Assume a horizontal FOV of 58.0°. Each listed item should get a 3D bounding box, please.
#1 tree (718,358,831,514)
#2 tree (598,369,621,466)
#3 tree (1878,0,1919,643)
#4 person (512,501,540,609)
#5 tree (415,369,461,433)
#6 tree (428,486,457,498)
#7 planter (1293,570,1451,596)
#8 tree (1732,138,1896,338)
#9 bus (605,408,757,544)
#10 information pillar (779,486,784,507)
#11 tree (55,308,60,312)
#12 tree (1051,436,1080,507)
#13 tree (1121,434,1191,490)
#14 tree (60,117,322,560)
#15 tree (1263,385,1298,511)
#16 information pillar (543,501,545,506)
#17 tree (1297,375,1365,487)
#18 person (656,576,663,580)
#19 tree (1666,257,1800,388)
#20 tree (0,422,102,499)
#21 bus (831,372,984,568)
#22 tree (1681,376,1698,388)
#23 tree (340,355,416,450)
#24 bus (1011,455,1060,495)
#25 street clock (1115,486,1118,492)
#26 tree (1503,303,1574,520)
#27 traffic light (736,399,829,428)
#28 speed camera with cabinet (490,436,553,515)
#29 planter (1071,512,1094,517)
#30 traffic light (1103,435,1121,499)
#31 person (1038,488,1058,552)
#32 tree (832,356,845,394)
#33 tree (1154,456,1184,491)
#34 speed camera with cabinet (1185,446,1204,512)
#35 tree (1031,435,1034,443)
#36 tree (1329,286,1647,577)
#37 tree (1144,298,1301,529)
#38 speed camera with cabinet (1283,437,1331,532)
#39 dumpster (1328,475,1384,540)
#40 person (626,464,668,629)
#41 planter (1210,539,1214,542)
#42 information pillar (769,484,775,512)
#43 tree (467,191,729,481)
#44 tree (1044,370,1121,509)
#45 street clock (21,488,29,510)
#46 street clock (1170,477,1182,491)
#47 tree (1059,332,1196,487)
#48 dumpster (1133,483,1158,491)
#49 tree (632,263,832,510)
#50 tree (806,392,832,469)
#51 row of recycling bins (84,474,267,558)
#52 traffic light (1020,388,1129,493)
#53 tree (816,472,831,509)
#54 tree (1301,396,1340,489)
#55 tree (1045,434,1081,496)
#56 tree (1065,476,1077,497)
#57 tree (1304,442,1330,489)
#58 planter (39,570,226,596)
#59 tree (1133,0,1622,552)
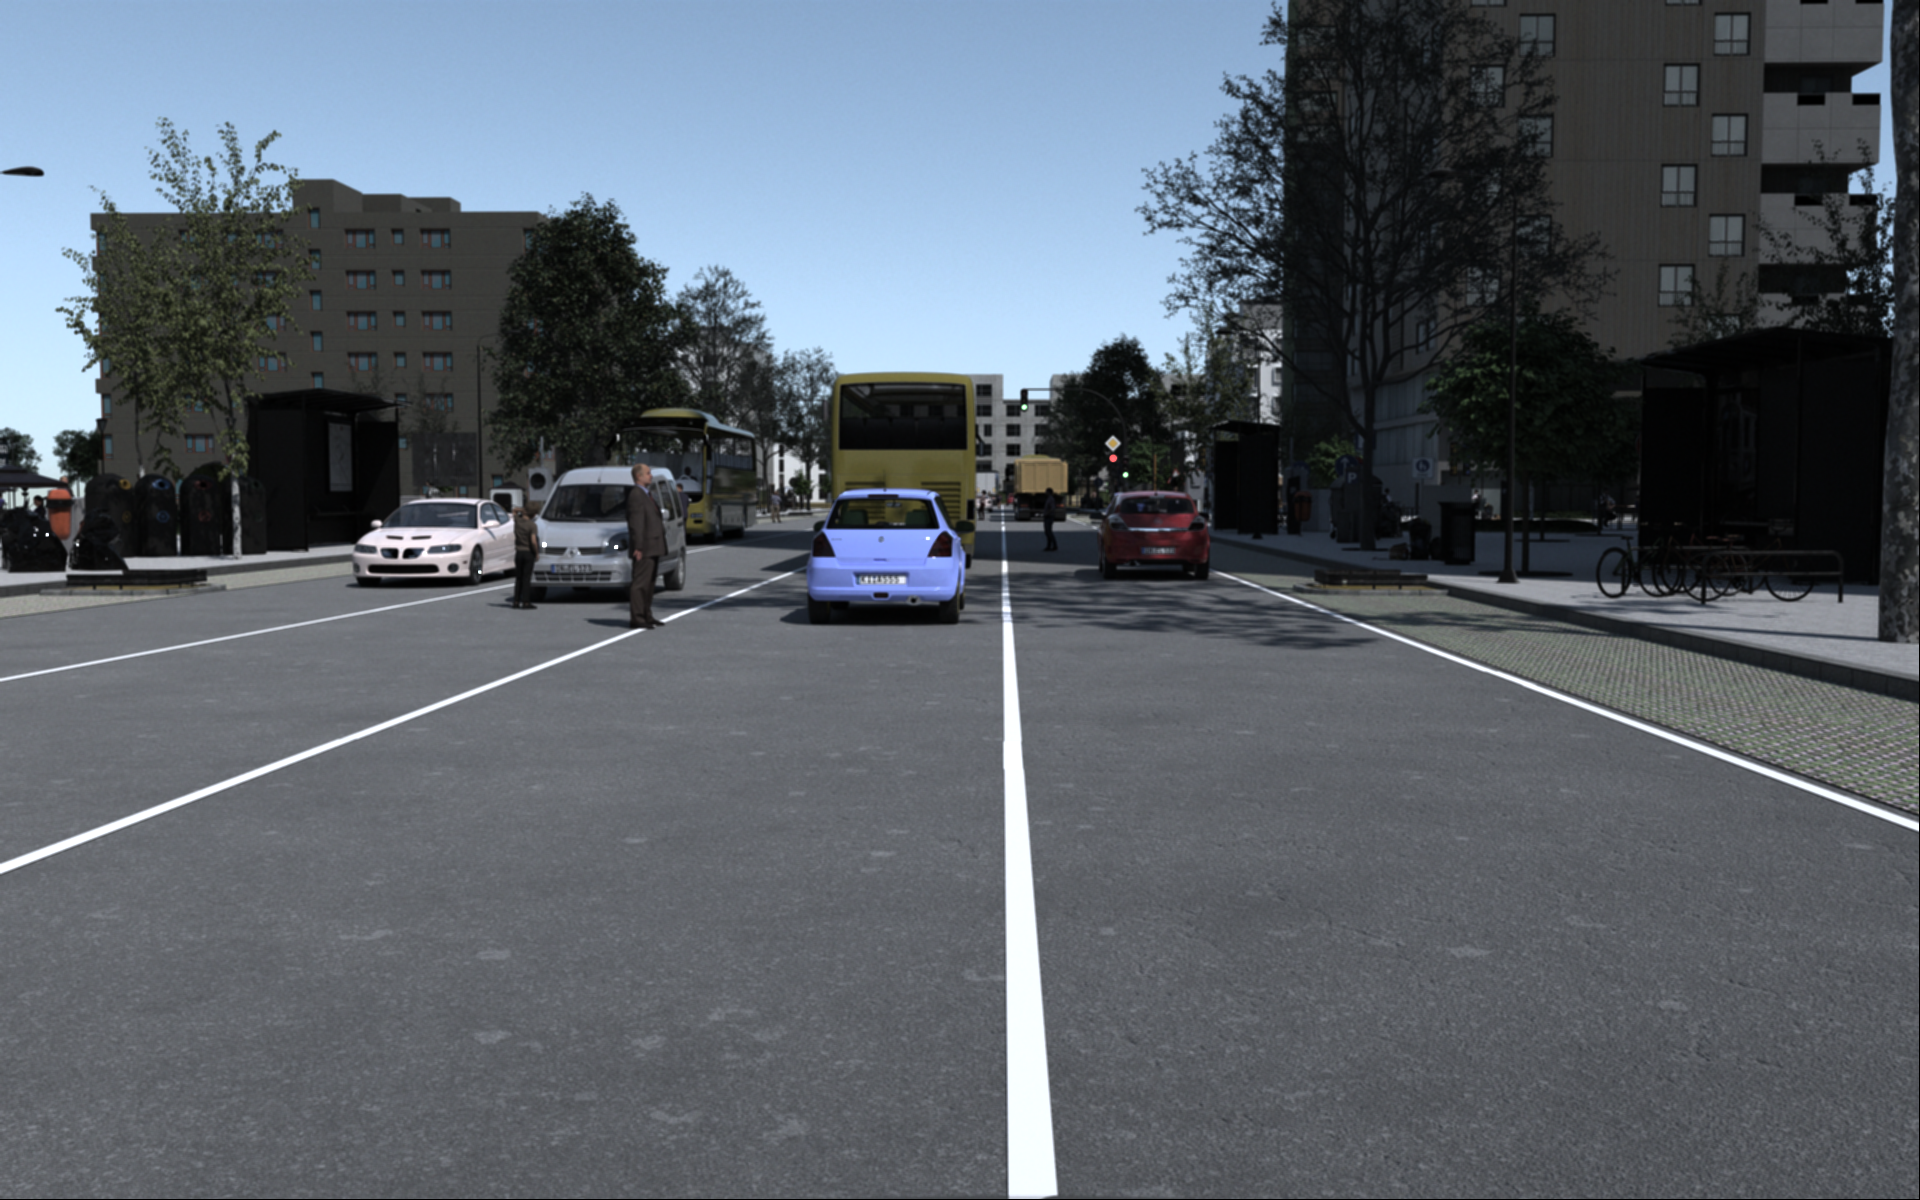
[{"bbox_3d":[-12.961,-10.990,114.101,7.601,10.594,8.767,0,4,3],"label":"tree"},{"bbox_3d":[-19.465,-9.242,101.464,4.737,8.622,4.395,0,3,0],"label":"tree"},{"bbox_3d":[7.501,-9.618,13.142,12.611,20.169,13.585,0,3,0],"label":"tree"},{"bbox_3d":[-5.428,-0.562,21.603,0.435,1.345,0.340,1,4,10],"label":"person"},{"bbox_3d":[-31.065,-9.255,101.674,4.360,8.622,3.978,0,3,0],"label":"tree"},{"bbox_3d":[-27.498,-5.943,91.771,1.663,3.219,1.824,0,3,0],"label":"tree"},{"bbox_3d":[5.909,-0.250,25.221,1.991,0.319,1.994,0,4,1],"label":"planter"},{"bbox_3d":[18.229,-5.185,35.141,4.360,8.622,3.978,0,3,0],"label":"tree"},{"bbox_3d":[-8.204,-3.769,53.173,2.896,3.916,12.252,0,3,0],"label":"bus"},{"bbox_3d":[-15.444,-8.895,149.928,0.304,2.012,0.304,-3,4,-39],"label":"information pillar"},{"bbox_3d":[-21.160,-5.802,45.218,4.737,8.622,4.395,0,3,0],"label":"tree"},{"bbox_3d":[11.300,-13.410,169.619,4.360,8.622,3.978,0,3,0],"label":"tree"},{"bbox_3d":[10.350,-6.821,95.235,4.285,4.588,4.351,0,3,0],"label":"tree"},{"bbox_3d":[-14.330,-5.086,33.515,4.737,8.622,4.395,0,3,0],"label":"tree"},{"bbox_3d":[21.874,-10.114,115.730,4.360,8.622,3.978,0,3,0],"label":"tree"},{"bbox_3d":[-17.862,-4.313,75.014,0.304,2.012,0.304,0,4,4],"label":"information pillar"},{"bbox_3d":[23.197,-9.575,106.916,4.360,8.622,3.978,0,3,0],"label":"tree"},{"bbox_3d":[-5.157,-1.209,28.997,0.376,1.734,0.841,0,4,5],"label":"person"},{"bbox_3d":[24.215,-6.388,54.798,4.737,8.622,4.395,0,3,0],"label":"tree"},{"bbox_3d":[-64.271,-10.143,128.748,11.467,7.101,20.602,0,4,1],"label":"tree"},{"bbox_3d":[-0.922,-2.732,36.214,2.896,3.916,12.252,0,4,1],"label":"bus"},{"bbox_3d":[39.462,-8.577,90.599,4.360,8.622,3.978,0,3,0],"label":"tree"},{"bbox_3d":[-31.434,-8.661,91.966,4.360,8.622,3.978,0,3,0],"label":"tree"},{"bbox_3d":[4.741,-7.088,107.443,2.896,3.916,12.252,0,4,1],"label":"bus"},{"bbox_3d":[13.873,-9.060,152.708,0.358,2.002,0.471,3,5,43],"label":"street clock"},{"bbox_3d":[21.337,-7.014,65.038,4.360,8.622,3.978,0,3,0],"label":"tree"},{"bbox_3d":[-8.682,-6.623,82.950,4.771,5.953,1.251,0,4,1],"label":"traffic light"},{"bbox_3d":[-15.060,-3.981,59.423,2.038,3.252,0.660,0,4,5],"label":"speed camera with cabinet"},{"bbox_3d":[7.894,-5.270,107.310,1.991,0.319,1.994,0,4,1],"label":"planter"},{"bbox_3d":[7.261,-5.726,82.546,0.839,4.253,0.868,0,4,1],"label":"traffic light"},{"bbox_3d":[2.195,-1.996,43.086,0.435,1.587,0.963,-1,4,-11],"label":"person"},{"bbox_3d":[-12.464,-14.207,142.656,12.009,13.543,11.850,0,3,0],"label":"tree"},{"bbox_3d":[10.502,-5.700,87.802,1.663,3.219,1.824,0,3,0],"label":"tree"},{"bbox_3d":[9.904,-4.513,68.125,2.038,3.252,0.660,0,4,-4],"label":"speed camera with cabinet"},{"bbox_3d":[12.626,-17.463,195.896,12.009,13.543,11.850,0,3,0],"label":"tree"},{"bbox_3d":[8.949,-2.677,27.486,4.285,4.588,4.351,0,3,0],"label":"tree"},{"bbox_3d":[9.221,-6.964,64.222,4.737,8.622,4.395,0,3,0],"label":"tree"},{"bbox_3d":[11.989,-4.003,59.792,0.660,3.252,2.038,-2,4,-25],"label":"speed camera with cabinet"},{"bbox_3d":[11.189,-2.637,48.880,1.264,1.857,1.865,0,4,1],"label":"dumpster"},{"bbox_3d":[-3.352,-0.584,18.609,0.434,1.755,0.990,0,4,5],"label":"person"},{"bbox_3d":[6.572,-1.911,52.390,1.991,0.319,1.994,0,4,1],"label":"planter"},{"bbox_3d":[-13.554,-7.364,124.890,0.304,2.012,0.304,-3,4,-38],"label":"information pillar"},{"bbox_3d":[-14.113,-9.124,66.189,9.611,12.733,9.660,0,3,0],"label":"tree"},{"bbox_3d":[10.722,-13.472,146.024,9.928,11.665,9.643,0,3,0],"label":"tree"},{"bbox_3d":[-46.629,-5.005,86.399,0.471,2.002,0.358,-1,4,-13],"label":"street clock"},{"bbox_3d":[9.023,-4.145,72.342,0.471,2.002,0.358,-1,4,-22],"label":"street clock"},{"bbox_3d":[11.598,-12.600,123.017,9.611,12.733,9.660,0,3,0],"label":"tree"},{"bbox_3d":[9.746,-5.192,90.647,1.264,1.857,1.865,0,4,1],"label":"dumpster"},{"bbox_3d":[-13.208,-11.076,91.459,12.009,13.543,11.850,0,3,0],"label":"tree"},{"bbox_3d":[-11.784,-14.978,170.644,9.928,11.665,9.643,0,3,0],"label":"tree"},{"bbox_3d":[-16.222,-1.759,35.880,1.069,1.692,3.534,3,5,45],"label":"row of recycling bins"},{"bbox_3d":[4.974,-6.104,74.472,4.771,5.953,1.251,0,4,1],"label":"traffic light"},{"bbox_3d":[-11.637,-9.643,152.262,1.663,3.219,1.824,0,3,0],"label":"tree"},{"bbox_3d":[25.561,-10.855,127.841,4.737,8.622,4.395,0,3,0],"label":"tree"},{"bbox_3d":[13.587,-17.971,228.236,7.601,10.594,8.767,-2,4,-24],"label":"tree"},{"bbox_3d":[13.330,-14.408,219.287,4.285,4.588,4.351,0,3,0],"label":"tree"},{"bbox_3d":[20.187,-6.698,93.233,4.285,4.588,4.351,0,3,0],"label":"tree"},{"bbox_3d":[-11.885,-0.249,25.208,1.991,0.319,1.994,0,4,1],"label":"planter"},{"bbox_3d":[9.115,-7.855,38.804,12.009,13.543,11.850,0,3,0],"label":"tree"}]
